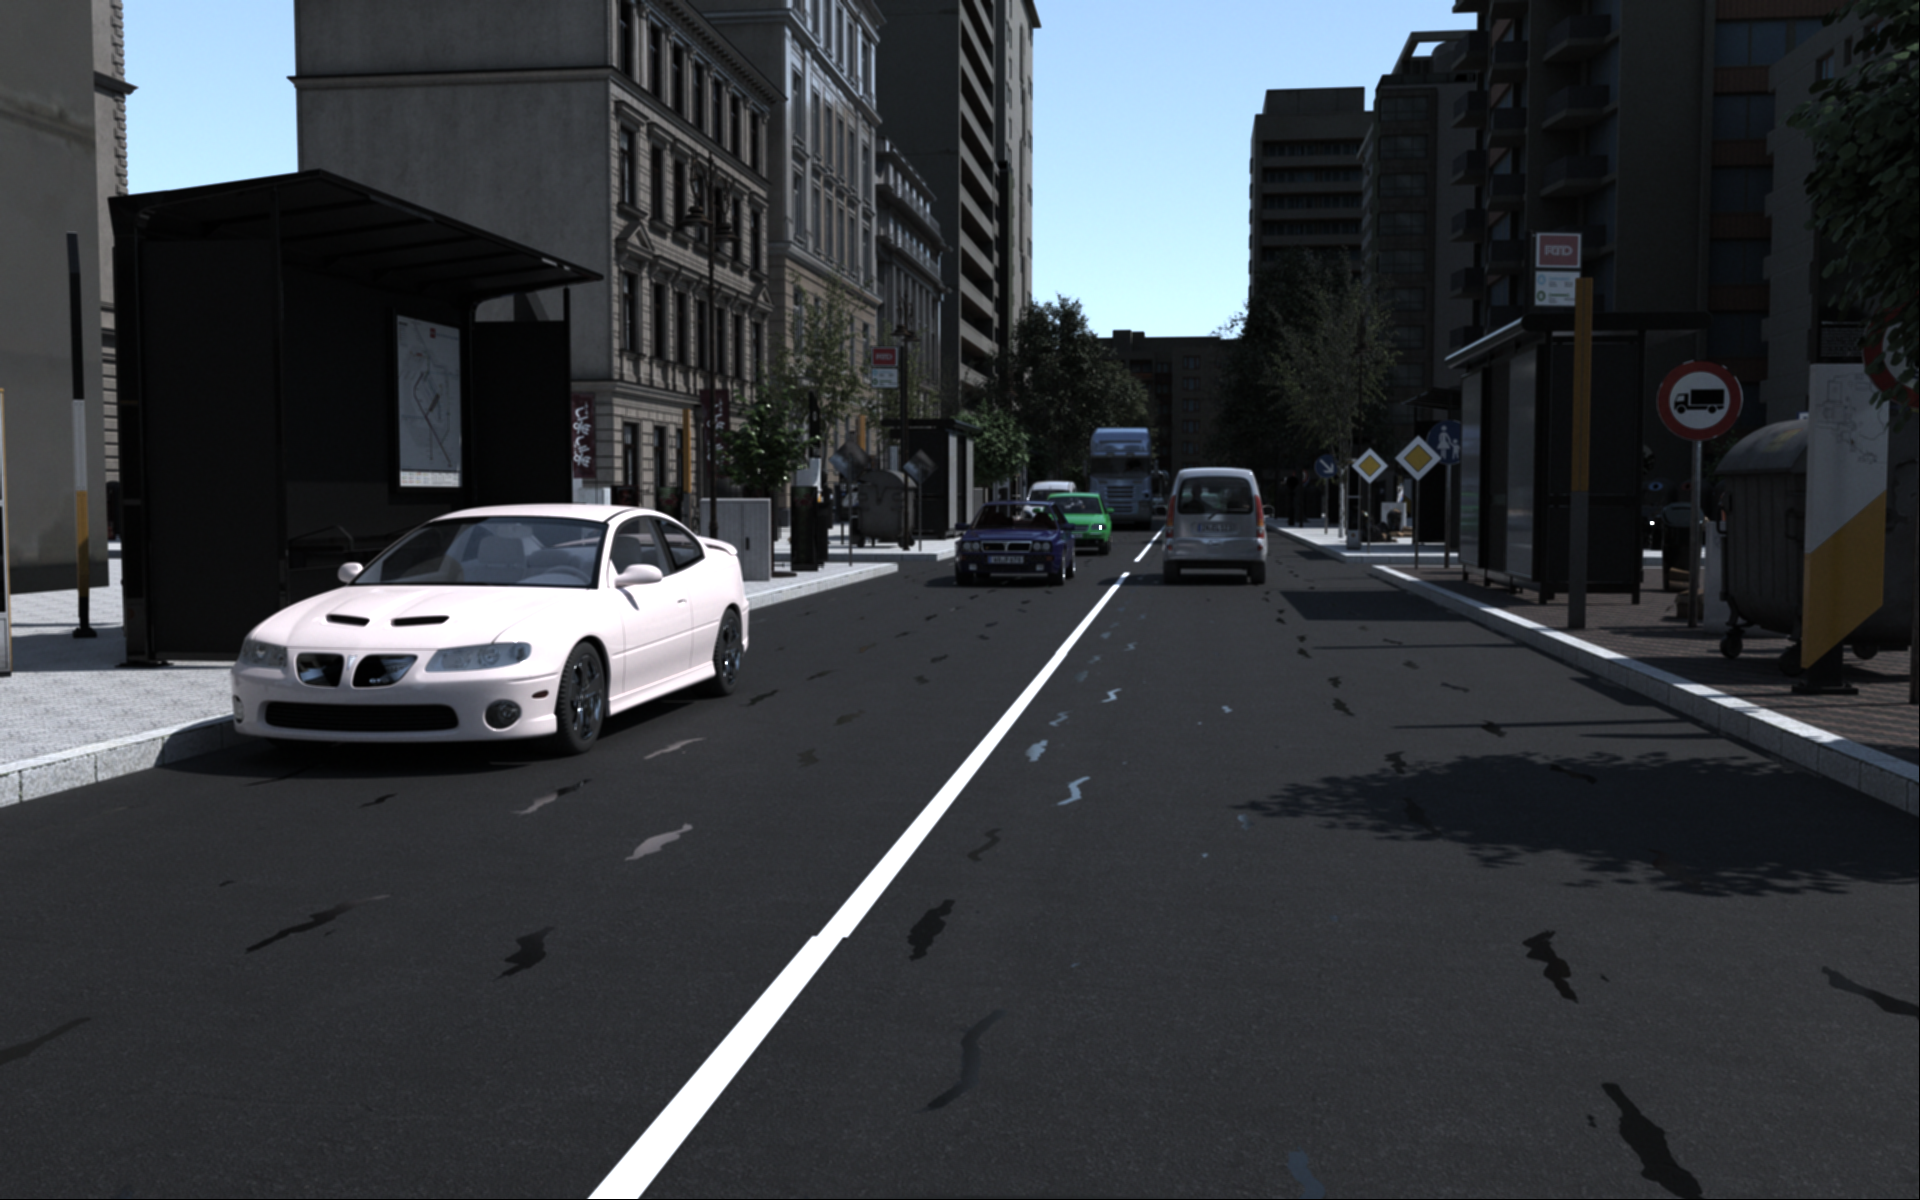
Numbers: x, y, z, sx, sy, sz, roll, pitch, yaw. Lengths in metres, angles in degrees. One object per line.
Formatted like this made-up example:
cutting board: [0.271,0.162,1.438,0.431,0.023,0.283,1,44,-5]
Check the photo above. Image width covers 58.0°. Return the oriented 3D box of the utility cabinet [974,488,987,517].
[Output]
utility cabinet: [0.422,-3.465,65.324,1.173,1.500,0.318,1,4,16]

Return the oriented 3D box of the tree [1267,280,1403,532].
tree: [12.764,-6.637,58.877,4.737,8.622,4.395,0,3,0]

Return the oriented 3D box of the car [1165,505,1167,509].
car: [7.079,-2.635,51.878,1.959,1.807,4.718,0,4,8]

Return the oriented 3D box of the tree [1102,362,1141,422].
tree: [14.812,-15.213,159.105,12.009,13.543,11.850,0,3,0]

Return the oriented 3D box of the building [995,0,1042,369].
building: [-7.047,-35.464,169.072,27.495,52.752,28.713,0,4,8]

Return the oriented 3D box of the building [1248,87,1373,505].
building: [45.843,-35.862,210.053,21.600,48.544,21.300,0,4,8]

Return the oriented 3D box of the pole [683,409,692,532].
pole: [-6.559,-2.923,41.628,0.158,3.312,0.155,0,3,0]

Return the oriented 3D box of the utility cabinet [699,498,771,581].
utility cabinet: [-3.314,-0.882,25.578,1.020,1.237,0.306,0,4,0]

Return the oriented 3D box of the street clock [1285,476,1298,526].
street clock: [13.384,-3.995,69.890,0.471,2.002,0.358,-1,4,-22]

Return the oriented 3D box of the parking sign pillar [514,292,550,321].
parking sign pillar: [-5.055,-1.935,20.112,1.447,3.967,1.447,-2,4,-29]

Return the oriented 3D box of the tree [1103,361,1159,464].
tree: [13.160,-13.986,146.791,7.486,12.596,7.792,0,3,0]

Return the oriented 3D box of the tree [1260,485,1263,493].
tree: [25.500,-9.443,148.992,1.663,3.219,1.824,0,3,0]

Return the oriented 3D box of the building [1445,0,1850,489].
building: [36.305,-26.321,84.980,22.147,44.769,28.867,0,4,8]

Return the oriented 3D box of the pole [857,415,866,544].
pole: [-2.549,-3.116,44.792,0.158,3.312,0.155,0,3,0]

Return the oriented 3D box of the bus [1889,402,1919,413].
bus: [23.206,-2.442,31.476,12.252,3.916,2.896,0,4,6]

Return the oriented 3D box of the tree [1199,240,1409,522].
tree: [15.483,-9.867,78.332,9.611,12.733,9.660,0,3,0]

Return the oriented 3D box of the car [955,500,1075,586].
car: [0.949,-0.970,28.441,1.945,1.354,3.894,0,4,7]

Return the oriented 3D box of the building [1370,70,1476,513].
building: [35.905,-21.427,122.033,14.160,30.474,14.107,0,4,8]

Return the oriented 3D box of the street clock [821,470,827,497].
street clock: [-4.161,-2.841,51.023,0.471,2.002,0.358,2,4,25]

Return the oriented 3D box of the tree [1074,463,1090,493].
tree: [8.474,-8.460,122.031,4.285,4.588,4.351,0,3,0]

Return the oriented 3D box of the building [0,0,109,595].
building: [-23.634,-23.836,13.426,21.600,48.544,21.300,0,4,8]

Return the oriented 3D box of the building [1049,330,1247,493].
building: [21.399,-22.847,218.587,28.899,21.520,27.650,0,4,8]

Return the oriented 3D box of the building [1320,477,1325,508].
building: [50.935,-28.835,163.326,32.217,40.220,23.993,0,4,8]

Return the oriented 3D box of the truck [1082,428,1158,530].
truck: [7.155,-5.282,76.123,2.967,4.110,18.799,0,4,6]

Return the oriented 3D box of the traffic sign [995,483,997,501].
traffic sign: [1.409,-4.146,67.787,0.884,2.594,0.081,1,4,15]

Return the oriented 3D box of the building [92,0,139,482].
building: [-38.479,-13.893,56.033,19.941,23.489,11.050,0,4,8]

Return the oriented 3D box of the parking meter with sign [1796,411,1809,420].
parking meter with sign: [18.543,-2.465,36.561,1.738,3.016,0.543,-1,4,-14]

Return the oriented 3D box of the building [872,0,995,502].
building: [-9.224,-30.770,126.796,21.300,48.544,21.600,0,4,8]

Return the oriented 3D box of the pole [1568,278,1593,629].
pole: [5.902,-1.384,16.477,0.158,3.312,0.155,0,3,0]

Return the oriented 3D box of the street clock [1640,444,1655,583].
street clock: [9.787,-1.256,25.098,0.471,2.002,0.358,-1,4,-19]

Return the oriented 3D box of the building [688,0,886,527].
building: [-11.536,-17.786,76.697,13.634,28.700,20.117,0,4,8]

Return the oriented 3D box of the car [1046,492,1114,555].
car: [2.774,-2.039,42.128,1.959,1.807,4.718,0,4,6]

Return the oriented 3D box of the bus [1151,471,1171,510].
bus: [14.677,-8.470,133.337,2.948,3.499,13.247,1,4,9]

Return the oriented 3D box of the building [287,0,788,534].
building: [-13.025,-11.787,57.351,10.561,19.102,19.286,0,4,8]

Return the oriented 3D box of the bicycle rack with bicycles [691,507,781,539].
bicycle rack with bicycles: [-6.617,-2.217,49.631,2.852,0.926,2.925,3,5,39]

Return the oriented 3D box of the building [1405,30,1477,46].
building: [47.331,-27.386,139.645,32.217,40.220,23.993,0,4,8]

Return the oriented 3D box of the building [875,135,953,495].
building: [-8.603,-15.772,99.667,13.314,21.916,24.055,0,4,8]

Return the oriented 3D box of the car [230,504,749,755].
car: [-2.736,0.076,11.127,2.083,1.381,4.827,1,4,9]

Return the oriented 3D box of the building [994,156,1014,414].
building: [-3.166,-22.811,144.667,14.160,30.474,14.107,0,4,8]

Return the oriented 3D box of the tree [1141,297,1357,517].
tree: [17.577,-11.303,95.176,12.009,13.543,11.850,0,3,0]

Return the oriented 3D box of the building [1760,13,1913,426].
building: [45.245,-12.842,55.004,28.899,21.520,27.650,0,4,8]

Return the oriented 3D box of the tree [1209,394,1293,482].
tree: [24.378,-13.195,141.492,9.928,11.665,9.643,0,3,0]
